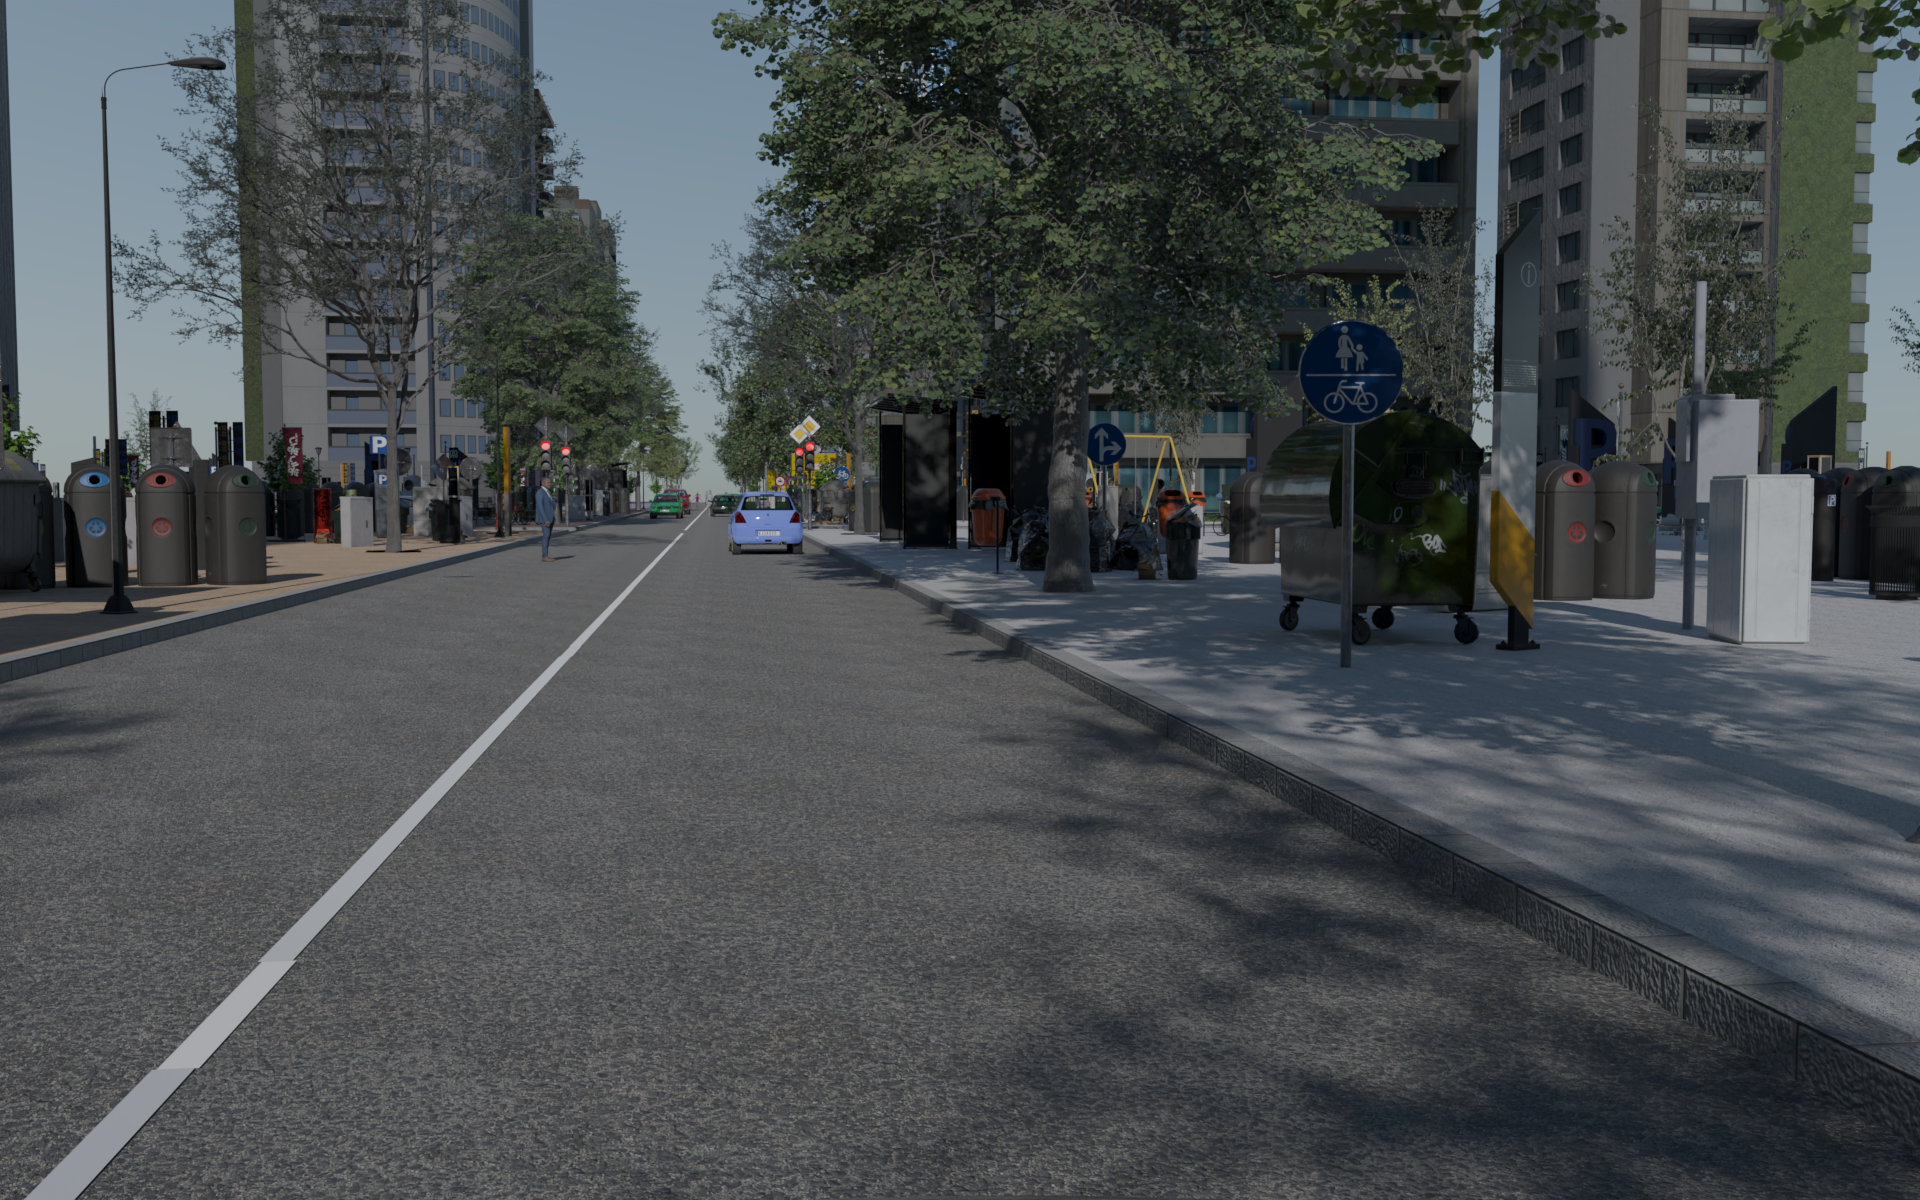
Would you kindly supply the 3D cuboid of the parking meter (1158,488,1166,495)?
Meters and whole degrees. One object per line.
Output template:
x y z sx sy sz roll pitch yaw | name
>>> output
8.823 -4.132 75.972 0.372 1.533 0.369 0 3 0 | parking meter

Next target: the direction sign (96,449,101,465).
-42.718 -5.769 86.325 0.379 3.537 0.876 3 5 42 | direction sign

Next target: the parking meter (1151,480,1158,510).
8.093 -4.058 72.067 0.255 1.863 0.399 0 4 8 | parking meter

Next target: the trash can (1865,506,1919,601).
11.372 -0.571 20.994 0.748 1.137 0.748 0 3 0 | trash can

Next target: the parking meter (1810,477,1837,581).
12.711 -1.049 25.566 0.372 1.533 0.369 0 3 0 | parking meter

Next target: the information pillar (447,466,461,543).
-13.357 -2.520 45.700 0.304 2.012 0.304 -1 4 -12 | information pillar

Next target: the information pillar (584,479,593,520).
-18.173 -4.913 84.824 0.304 2.012 0.304 1 4 15 | information pillar

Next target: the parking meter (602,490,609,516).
-20.786 -5.702 101.637 0.372 1.533 0.369 0 3 0 | parking meter

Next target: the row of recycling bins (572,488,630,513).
-23.647 -6.588 114.831 3.534 1.692 1.069 0 4 -2 | row of recycling bins

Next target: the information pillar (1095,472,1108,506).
4.625 -3.188 56.616 0.304 2.012 0.304 -2 4 -25 | information pillar

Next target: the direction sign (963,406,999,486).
0.585 -3.208 44.441 0.876 3.537 0.379 0 4 -1 | direction sign

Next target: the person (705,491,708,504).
-36.291 -14.704 248.781 0.709 1.838 0.599 -3 5 -42 | person

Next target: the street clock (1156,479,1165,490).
9.369 -4.704 81.486 0.471 2.002 0.358 -1 4 -13 | street clock

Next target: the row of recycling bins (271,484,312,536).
-21.717 -2.779 52.557 3.534 1.692 1.069 0 4 -5 | row of recycling bins

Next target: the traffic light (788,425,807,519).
-6.503 -4.955 69.935 0.839 4.253 0.868 0 4 -8 | traffic light

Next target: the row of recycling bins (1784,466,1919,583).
13.686 -1.189 26.557 1.069 1.692 3.534 0 4 -4 | row of recycling bins

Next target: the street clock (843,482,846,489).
-5.746 -4.957 85.618 0.358 2.002 0.471 0 4 -8 | street clock

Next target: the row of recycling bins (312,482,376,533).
-20.596 -3.108 57.932 1.069 1.692 3.534 3 4 36 | row of recycling bins

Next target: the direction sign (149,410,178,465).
-21.594 -3.367 47.053 0.876 3.537 0.379 1 4 11 | direction sign

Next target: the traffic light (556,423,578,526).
-15.575 -4.877 68.665 0.839 4.253 0.868 0 4 -8 | traffic light

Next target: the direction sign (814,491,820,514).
-10.570 -8.147 125.195 0.876 3.537 0.379 3 5 41 | direction sign

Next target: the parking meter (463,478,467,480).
-17.490 -3.384 61.032 0.255 1.863 0.399 -1 4 -12 | parking meter

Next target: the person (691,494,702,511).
-22.558 -8.372 148.599 0.991 1.433 0.599 0 4 -1 | person

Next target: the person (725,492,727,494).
-35.909 -15.669 265.356 0.551 1.740 0.621 3 5 45 | person

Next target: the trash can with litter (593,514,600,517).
-21.210 -5.377 98.974 1.678 1.210 2.233 -2 4 -28 | trash can with litter

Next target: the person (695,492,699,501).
-39.972 -15.572 263.822 1.217 1.735 0.721 0 4 -4 | person

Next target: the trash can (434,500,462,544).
-13.315 -2.043 45.059 0.748 1.137 0.748 0 3 0 | trash can

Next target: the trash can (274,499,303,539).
-18.722 -2.243 48.326 0.748 1.137 0.748 0 3 0 | trash can

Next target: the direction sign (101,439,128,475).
-34.604 -4.838 71.101 0.876 3.537 0.379 0 4 -1 | direction sign

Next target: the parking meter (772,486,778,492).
-12.830 -6.983 119.890 0.399 1.863 0.255 -1 4 -13 | parking meter

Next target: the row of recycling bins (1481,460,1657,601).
6.860 -0.845 20.927 3.534 1.692 1.069 -1 4 -22 | row of recycling bins

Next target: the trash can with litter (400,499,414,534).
-17.812 -2.716 55.797 1.055 1.170 0.624 1 4 20 | trash can with litter

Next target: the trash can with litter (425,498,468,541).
-14.118 -2.216 47.621 0.624 1.170 1.055 3 4 38 | trash can with litter

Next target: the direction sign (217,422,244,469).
-22.874 -3.815 54.378 0.876 3.537 0.379 1 4 11 | direction sign

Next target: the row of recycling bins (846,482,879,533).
-3.063 -3.160 58.780 1.069 1.692 3.534 -1 4 -13 | row of recycling bins

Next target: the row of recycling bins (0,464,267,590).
-11.580 -1.041 24.129 3.534 1.692 1.069 -2 4 -25 | row of recycling bins

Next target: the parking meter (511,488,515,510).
-25.039 -5.553 96.503 0.255 1.863 0.399 3 4 36 | parking meter

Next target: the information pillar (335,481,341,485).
-36.273 -5.902 100.994 0.304 2.012 0.304 3 4 38 | information pillar

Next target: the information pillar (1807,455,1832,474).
16.336 -1.742 32.970 0.304 2.012 0.304 -1 4 -21 | information pillar

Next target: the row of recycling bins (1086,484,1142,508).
6.467 -4.039 73.148 1.069 1.692 3.534 -2 4 -30 | row of recycling bins

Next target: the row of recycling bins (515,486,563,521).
-20.438 -4.709 84.106 1.069 1.692 3.534 -3 5 -44 | row of recycling bins

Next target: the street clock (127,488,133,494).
-54.307 -6.646 113.225 0.471 2.002 0.358 -3 4 -36 | street clock

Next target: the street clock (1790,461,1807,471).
18.386 -2.038 37.886 0.471 2.002 0.358 -2 4 -29 | street clock

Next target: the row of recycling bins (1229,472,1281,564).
6.766 -1.521 31.974 3.534 1.692 1.069 0 4 -1 | row of recycling bins

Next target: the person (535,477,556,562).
-8.810 -1.721 36.826 0.419 1.800 0.721 0 4 -3 | person

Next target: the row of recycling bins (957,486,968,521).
0.255 -4.741 84.625 1.069 1.692 3.534 -1 4 -10 | row of recycling bins

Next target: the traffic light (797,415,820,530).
-5.406 -4.471 62.025 0.839 4.253 0.868 0 4 -8 | traffic light

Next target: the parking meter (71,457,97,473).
-13.662 -1.303 27.008 0.399 1.863 0.255 -2 4 -26 | parking meter

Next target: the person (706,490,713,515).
-17.186 -6.707 119.164 0.512 1.701 0.522 0 4 6 | person

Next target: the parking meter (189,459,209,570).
-12.858 -1.443 29.303 0.255 1.863 0.399 -3 4 -36 | parking meter

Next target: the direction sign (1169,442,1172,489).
9.097 -5.065 74.803 0.379 3.537 0.876 0 4 0 | direction sign

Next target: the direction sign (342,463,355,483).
-44.647 -8.233 126.599 0.876 3.537 0.379 -2 4 -28 | direction sign

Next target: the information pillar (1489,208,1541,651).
4.546 -1.395 14.163 0.504 3.616 0.183 -2 4 -35 | information pillar

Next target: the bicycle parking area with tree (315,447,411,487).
-36.779 -7.321 106.699 8.231 4.147 9.016 0 4 -1 | bicycle parking area with tree

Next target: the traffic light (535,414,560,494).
-14.478 -4.394 60.755 0.839 4.253 0.868 0 4 -8 | traffic light
